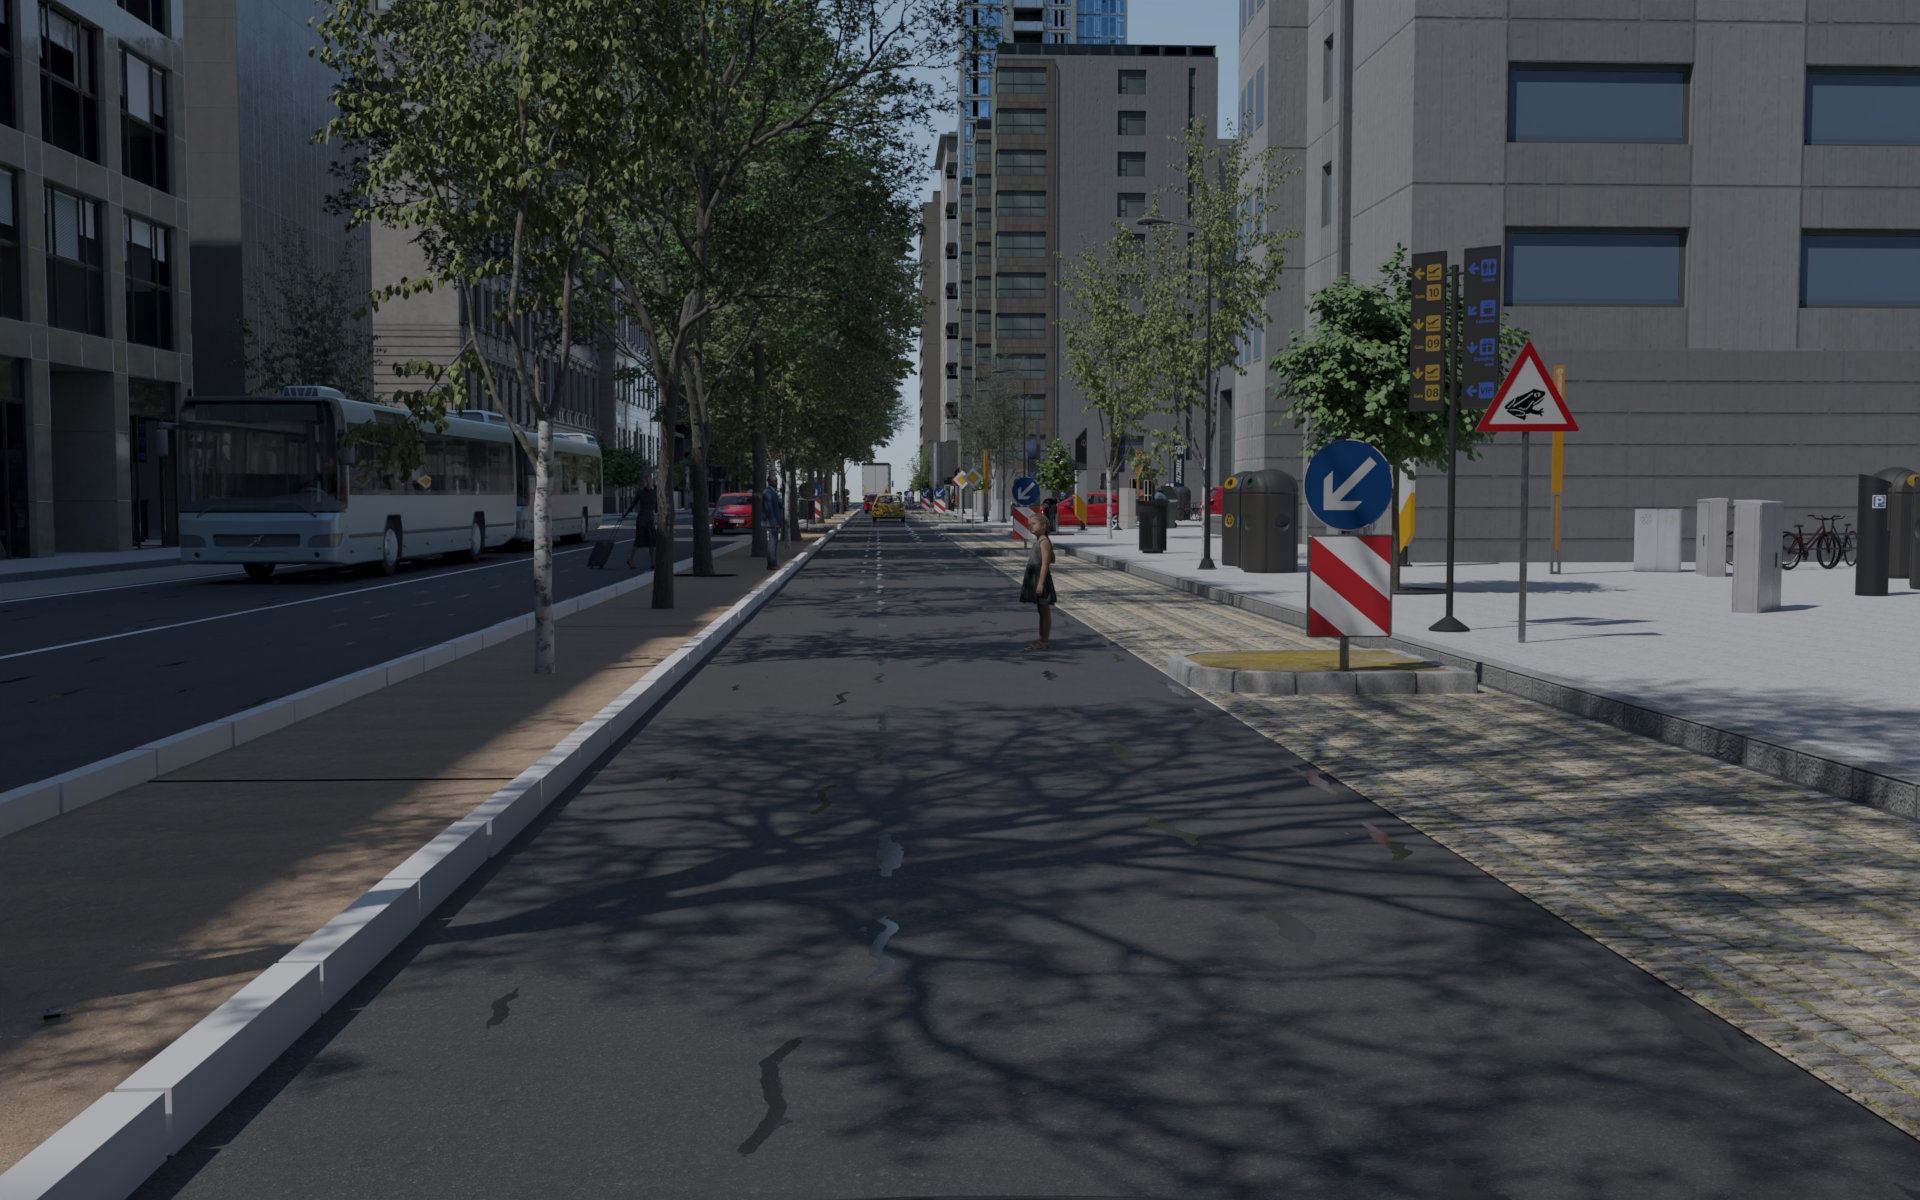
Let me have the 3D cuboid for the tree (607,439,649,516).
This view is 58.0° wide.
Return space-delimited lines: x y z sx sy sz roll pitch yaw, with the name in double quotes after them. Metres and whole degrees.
-19.330 -6.523 90.364 4.285 4.588 4.351 0 3 0 "tree"

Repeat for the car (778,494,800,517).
-10.990 -6.148 109.322 1.959 1.807 4.718 0 4 -4 "car"

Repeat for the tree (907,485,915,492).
-8.328 -18.678 299.990 1.663 3.219 1.824 0 3 0 "tree"

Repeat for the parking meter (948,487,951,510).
-0.703 -7.969 135.997 0.399 1.863 0.255 -2 4 -29 "parking meter"

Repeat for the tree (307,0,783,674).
-3.360 -3.728 13.770 4.737 8.622 4.395 0 3 0 "tree"

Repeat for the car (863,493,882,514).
-5.980 -7.101 125.142 2.155 1.783 4.494 0 4 -1 "car"

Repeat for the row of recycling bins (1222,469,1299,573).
5.153 -1.379 29.660 1.069 1.692 3.534 0 4 1 "row of recycling bins"

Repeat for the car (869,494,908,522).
-3.708 -4.876 89.942 2.015 1.641 3.980 0 4 -3 "car"

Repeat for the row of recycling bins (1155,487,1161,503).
12.320 -5.919 103.892 1.069 1.692 3.534 0 4 -5 "row of recycling bins"

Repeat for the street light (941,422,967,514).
-0.297 -8.555 112.413 1.470 5.913 1.316 0 4 -3 "street light"

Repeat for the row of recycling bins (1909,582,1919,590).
14.515 -0.958 22.769 3.534 1.692 1.069 1 4 16 "row of recycling bins"

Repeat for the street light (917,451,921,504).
-3.972 -13.181 188.044 1.470 5.913 1.316 0 4 -3 "street light"

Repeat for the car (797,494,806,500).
-18.998 -11.748 203.882 2.131 1.459 4.920 0 4 -3 "car"

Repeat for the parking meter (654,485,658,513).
-20.154 -6.682 114.962 0.255 1.863 0.399 0 4 -7 "parking meter"

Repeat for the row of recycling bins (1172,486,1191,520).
10.842 -4.809 85.733 1.069 1.692 3.534 0 4 4 "row of recycling bins"

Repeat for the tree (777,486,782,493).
-30.091 -18.394 295.342 1.663 3.219 1.824 0 3 0 "tree"

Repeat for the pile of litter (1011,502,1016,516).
3.269 -5.261 99.987 1.176 0.858 1.719 0 4 5 "pile of litter"

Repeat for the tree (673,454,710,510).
-22.046 -9.637 141.278 4.285 4.588 4.351 0 3 0 "tree"

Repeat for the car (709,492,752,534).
-8.025 -3.292 62.870 2.155 1.783 4.494 0 4 -5 "car"

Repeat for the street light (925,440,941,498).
-2.265 -10.989 152.205 1.470 5.913 1.316 0 4 -3 "street light"

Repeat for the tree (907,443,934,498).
-5.310 -17.824 241.780 4.737 8.622 4.395 0 3 0 "tree"

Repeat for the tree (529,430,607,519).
-19.101 -5.850 79.363 4.285 4.588 4.351 0 3 0 "tree"

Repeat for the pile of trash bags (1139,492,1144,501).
8.823 -5.252 95.622 3.447 1.369 1.912 3 5 44 "pile of trash bags"

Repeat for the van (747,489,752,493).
-16.597 -8.170 140.582 2.013 2.044 4.112 0 4 -1 "van"

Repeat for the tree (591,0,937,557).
-4.409 -7.212 38.495 7.486 12.596 7.792 0 3 0 "tree"

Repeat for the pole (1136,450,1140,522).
8.284 -5.321 80.844 0.158 3.312 0.155 0 3 0 "pole"

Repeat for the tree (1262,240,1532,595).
5.700 -2.382 22.666 4.285 4.588 4.351 0 3 0 "tree"

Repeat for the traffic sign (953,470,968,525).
0.101 -4.231 72.826 0.795 2.450 0.064 0 4 -3 "traffic sign"

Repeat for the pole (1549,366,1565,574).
9.522 -2.066 27.617 0.158 3.312 0.155 0 3 0 "pole"

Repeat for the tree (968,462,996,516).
1.138 -6.416 99.508 1.663 3.219 1.824 0 3 0 "tree"

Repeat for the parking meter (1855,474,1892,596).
11.515 -0.821 21.833 0.372 1.533 0.369 0 3 0 "parking meter"

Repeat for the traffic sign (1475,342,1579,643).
4.847 -0.909 14.870 0.884 2.594 0.081 0 4 -1 "traffic sign"

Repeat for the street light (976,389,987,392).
1.406 -6.372 76.723 1.470 5.913 1.316 0 4 -3 "street light"

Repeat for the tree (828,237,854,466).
-4.526 -5.634 44.932 4.737 8.622 4.395 0 3 0 "tree"

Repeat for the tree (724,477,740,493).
-25.615 -12.463 198.368 1.663 3.219 1.824 0 3 0 "tree"

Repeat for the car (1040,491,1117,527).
4.731 -3.642 68.579 4.494 1.783 2.155 0 4 -2 "car"

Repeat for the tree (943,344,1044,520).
1.472 -8.234 84.995 4.360 8.622 3.978 0 3 0 "tree"

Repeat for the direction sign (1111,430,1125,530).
5.606 -4.250 61.486 0.379 3.537 0.876 3 4 36 "direction sign"

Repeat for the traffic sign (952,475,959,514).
-0.143 -6.982 114.260 0.768 2.556 0.104 0 4 1 "traffic sign"

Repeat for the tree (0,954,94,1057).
-3.044 -5.598 4.352 12.009 13.543 11.850 0 3 0 "tree"

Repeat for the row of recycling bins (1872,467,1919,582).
15.645 -1.175 26.320 3.534 1.692 1.069 1 4 11 "row of recycling bins"

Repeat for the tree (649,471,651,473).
-20.003 -7.269 102.559 4.285 4.588 4.351 0 3 0 "tree"

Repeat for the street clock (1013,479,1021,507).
2.761 -4.734 81.976 0.358 2.002 0.471 -3 5 -41 "street clock"

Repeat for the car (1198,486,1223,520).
12.091 -3.663 68.570 5.304 1.827 2.281 0 4 -3 "car"

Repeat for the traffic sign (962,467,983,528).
0.483 -3.744 64.851 0.795 2.450 0.064 0 4 -3 "traffic sign"

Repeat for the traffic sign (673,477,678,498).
-21.007 -7.749 126.804 0.768 2.556 0.104 0 4 3 "traffic sign"

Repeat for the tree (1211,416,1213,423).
17.001 -9.463 105.082 4.360 8.622 3.978 0 3 0 "tree"

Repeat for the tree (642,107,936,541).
-5.143 -8.756 52.265 9.857 13.997 8.962 0 3 0 "tree"

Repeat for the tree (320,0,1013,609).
-3.712 -5.141 20.931 8.767 10.594 7.601 0 4 -3 "tree"

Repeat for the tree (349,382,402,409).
-17.537 -4.095 50.670 4.285 4.588 4.351 0 3 0 "tree"

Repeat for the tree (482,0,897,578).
-4.556 -6.208 29.716 9.928 11.665 9.643 0 3 0 "tree"

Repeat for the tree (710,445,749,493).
-23.358 -13.860 176.975 4.360 8.622 3.978 0 3 0 "tree"

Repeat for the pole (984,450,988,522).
1.194 -5.275 80.094 0.158 3.312 0.155 0 3 0 "pole"

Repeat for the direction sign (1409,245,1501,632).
4.586 -1.476 16.131 0.876 3.537 0.379 3 5 42 "direction sign"

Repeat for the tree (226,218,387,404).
-17.188 -5.862 46.211 4.360 8.622 3.978 0 3 0 "tree"

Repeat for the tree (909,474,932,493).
-5.683 -16.187 248.371 4.285 4.588 4.351 0 3 0 "tree"

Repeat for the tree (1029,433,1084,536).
3.166 -3.635 54.040 1.663 3.219 1.824 0 3 0 "tree"

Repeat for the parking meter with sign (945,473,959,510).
-0.925 -8.915 142.017 1.738 3.016 0.543 0 4 -3 "parking meter with sign"

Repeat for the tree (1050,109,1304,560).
4.565 -5.073 33.298 4.737 8.622 4.395 0 3 0 "tree"
